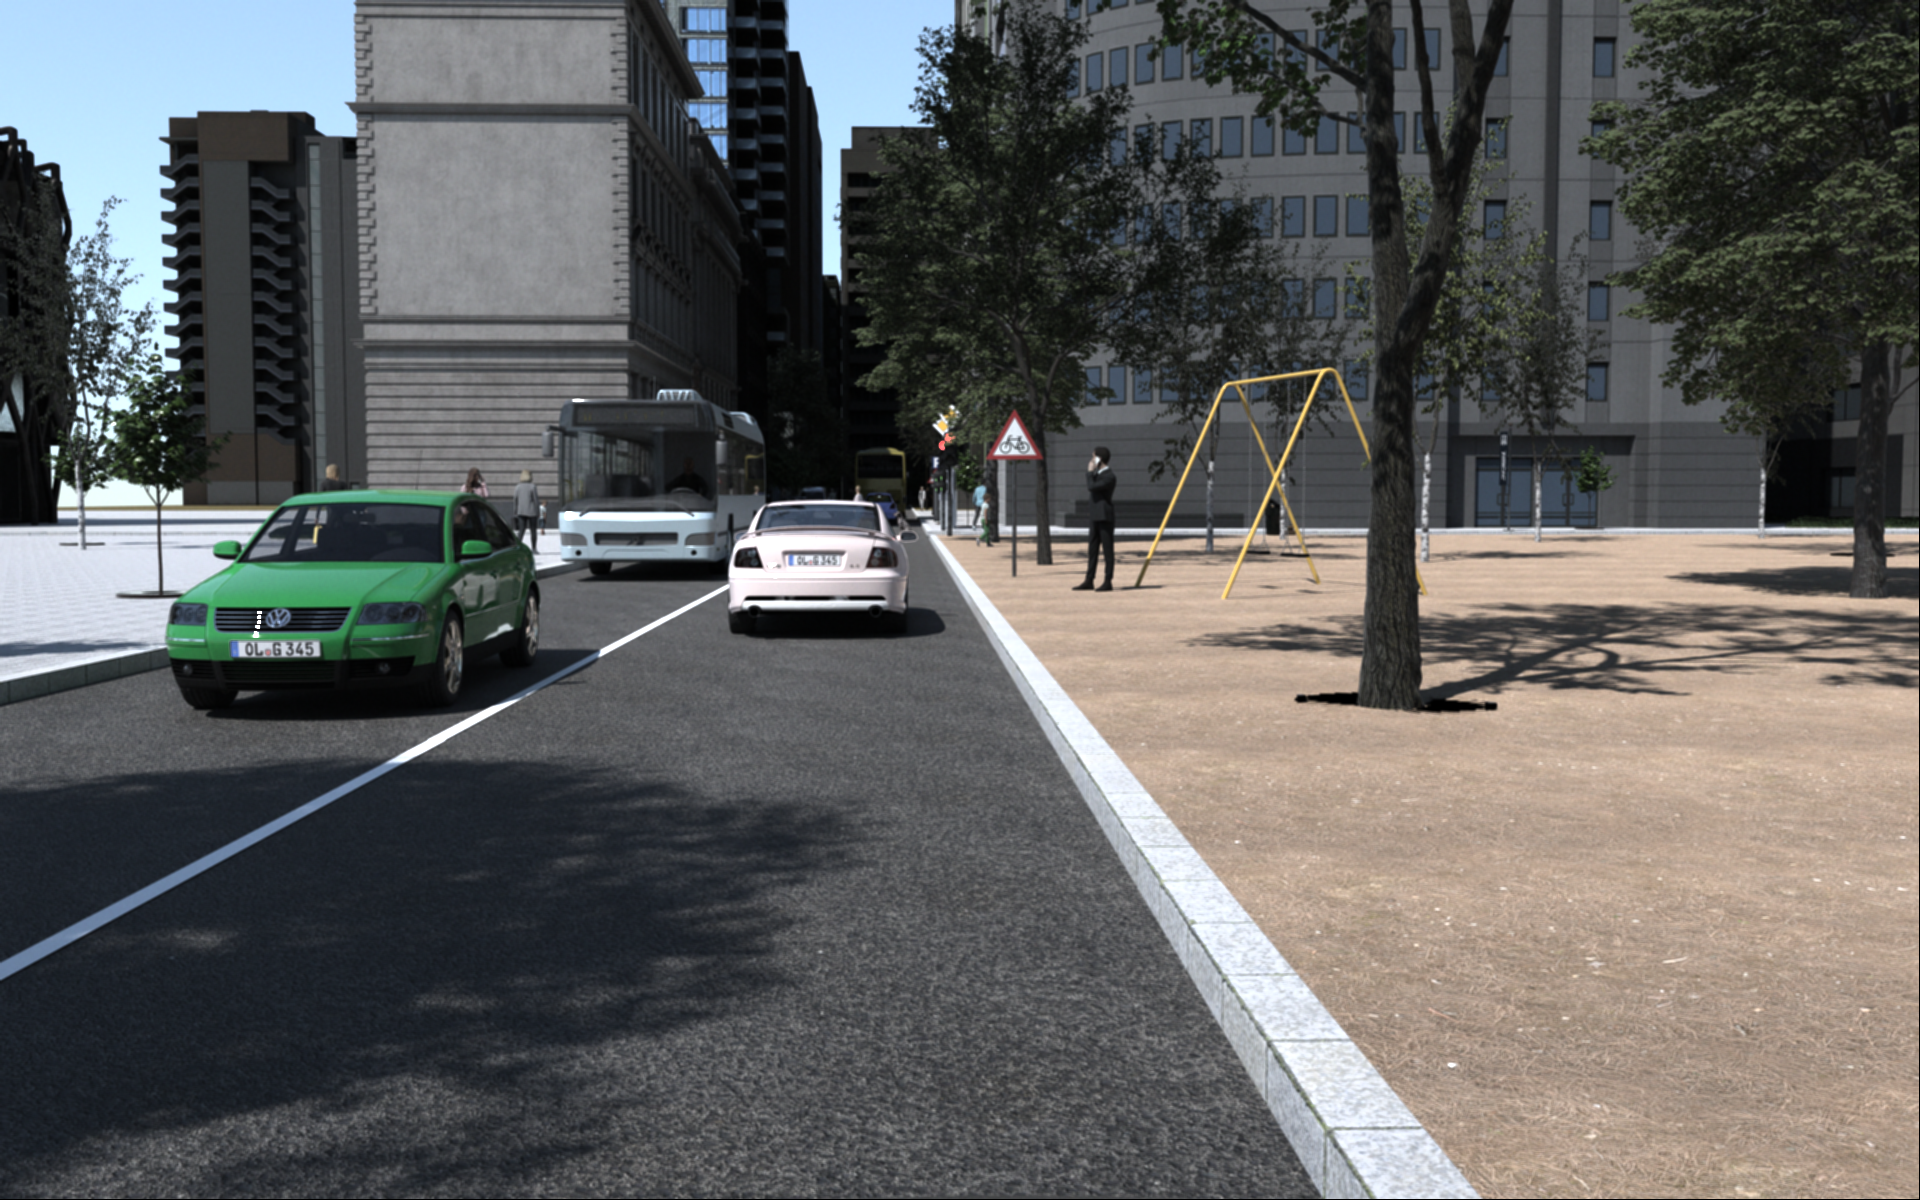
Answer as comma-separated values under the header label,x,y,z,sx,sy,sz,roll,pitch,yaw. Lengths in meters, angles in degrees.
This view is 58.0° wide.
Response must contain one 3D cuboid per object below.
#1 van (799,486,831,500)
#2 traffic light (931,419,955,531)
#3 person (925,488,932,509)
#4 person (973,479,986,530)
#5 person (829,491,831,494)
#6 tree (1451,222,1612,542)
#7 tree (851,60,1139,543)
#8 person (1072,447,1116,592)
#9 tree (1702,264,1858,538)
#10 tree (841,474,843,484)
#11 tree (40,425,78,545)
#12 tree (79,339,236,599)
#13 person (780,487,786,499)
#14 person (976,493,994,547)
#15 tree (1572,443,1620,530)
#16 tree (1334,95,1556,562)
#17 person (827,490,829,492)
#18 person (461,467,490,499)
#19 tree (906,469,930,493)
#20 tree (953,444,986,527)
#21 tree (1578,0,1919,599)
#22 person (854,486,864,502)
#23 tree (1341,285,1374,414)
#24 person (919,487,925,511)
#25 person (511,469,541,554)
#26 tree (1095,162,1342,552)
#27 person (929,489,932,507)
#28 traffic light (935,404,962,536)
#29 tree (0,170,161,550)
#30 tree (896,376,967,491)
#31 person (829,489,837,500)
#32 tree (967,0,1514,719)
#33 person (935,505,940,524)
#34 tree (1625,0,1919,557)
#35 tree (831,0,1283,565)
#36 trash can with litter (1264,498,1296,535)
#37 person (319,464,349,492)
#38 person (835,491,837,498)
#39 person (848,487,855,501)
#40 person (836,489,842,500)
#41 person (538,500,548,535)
label,x,y,z,sx,sy,sz,roll,pitch,yaw
van,-7.920,-5.282,93.372,2.013,2.044,4.112,0,4,0
traffic light,-0.598,-4.398,60.829,0.839,4.253,0.868,0,4,-2
person,-2.803,-8.739,148.942,0.705,1.822,1.348,2,4,32
person,0.704,-3.379,61.301,0.660,1.820,0.620,2,4,30
person,-13.820,-10.924,185.361,0.721,1.736,1.217,1,4,18
tree,15.305,-5.849,46.000,4.360,8.622,3.978,0,3,0
tree,0.826,-7.823,46.025,7.486,12.596,7.792,0,3,0
person,1.806,-1.069,22.884,0.474,1.900,0.648,-1,4,-19
tree,23.539,-6.097,50.045,4.360,8.622,3.978,0,3,0
tree,-13.367,-11.646,174.128,4.285,4.588,4.351,0,3,0
tree,-22.023,-3.000,43.646,1.663,3.219,1.824,0,3,0
tree,-9.947,-1.661,21.765,1.663,3.219,1.824,0,3,0
person,-8.646,-4.645,85.003,0.362,1.759,0.519,-1,4,-18
person,0.602,-1.952,42.207,0.590,1.304,0.306,-3,4,-39
tree,22.845,-4.184,63.015,1.663,3.219,1.824,0,3,0
tree,8.933,-5.032,32.638,4.737,8.622,4.395,0,3,0
person,-15.015,-11.679,197.009,1.348,1.822,0.705,2,4,31
person,-8.673,-1.473,30.716,0.593,1.750,0.643,-2,4,-28
tree,-4.614,-13.338,201.797,4.285,4.588,4.351,0,3,0
tree,0.439,-4.424,66.936,1.663,3.219,1.824,0,3,0
tree,11.420,-6.272,20.674,7.486,12.596,7.792,0,3,0
person,-3.568,-3.329,63.597,0.598,1.740,0.731,1,4,10
tree,9.331,-6.010,48.619,4.360,8.622,3.978,0,3,0
person,-2.831,-7.565,129.608,0.514,1.842,0.818,0,4,3
person,-9.215,-1.855,36.559,0.709,1.800,0.728,1,4,15
tree,5.393,-5.390,38.487,4.360,8.622,3.978,0,3,0
person,-2.855,-9.929,168.937,0.434,1.755,0.990,1,4,12
traffic light,-0.332,-3.910,52.848,0.839,4.253,0.868,0,4,-2
tree,-20.236,-5.459,39.613,4.360,8.622,3.978,0,3,0
tree,-1.581,-9.164,100.193,4.360,8.622,3.978,0,3,0
person,-7.635,-5.827,104.252,0.515,1.767,0.782,2,4,34
tree,2.777,-5.165,10.206,9.928,11.665,9.643,0,3,0
person,-0.642,-4.054,72.427,0.767,1.812,0.694,1,4,14
tree,18.769,-7.640,35.289,12.009,13.543,11.850,0,3,0
tree,1.598,-5.936,31.464,8.767,10.594,7.601,0,4,6
trash can with litter,10.019,-2.612,54.096,1.055,1.170,0.624,0,4,-5
person,-10.528,-1.468,30.264,1.509,1.804,0.699,0,4,-2
person,-14.935,-12.319,208.399,0.756,1.711,0.436,-1,4,-8
person,-7.029,-6.359,111.829,0.474,1.900,0.648,-1,4,-15
person,-13.490,-11.405,192.643,0.705,1.807,1.348,1,4,19
person,-13.636,-2.651,56.525,0.352,1.250,0.332,-2,4,-23
